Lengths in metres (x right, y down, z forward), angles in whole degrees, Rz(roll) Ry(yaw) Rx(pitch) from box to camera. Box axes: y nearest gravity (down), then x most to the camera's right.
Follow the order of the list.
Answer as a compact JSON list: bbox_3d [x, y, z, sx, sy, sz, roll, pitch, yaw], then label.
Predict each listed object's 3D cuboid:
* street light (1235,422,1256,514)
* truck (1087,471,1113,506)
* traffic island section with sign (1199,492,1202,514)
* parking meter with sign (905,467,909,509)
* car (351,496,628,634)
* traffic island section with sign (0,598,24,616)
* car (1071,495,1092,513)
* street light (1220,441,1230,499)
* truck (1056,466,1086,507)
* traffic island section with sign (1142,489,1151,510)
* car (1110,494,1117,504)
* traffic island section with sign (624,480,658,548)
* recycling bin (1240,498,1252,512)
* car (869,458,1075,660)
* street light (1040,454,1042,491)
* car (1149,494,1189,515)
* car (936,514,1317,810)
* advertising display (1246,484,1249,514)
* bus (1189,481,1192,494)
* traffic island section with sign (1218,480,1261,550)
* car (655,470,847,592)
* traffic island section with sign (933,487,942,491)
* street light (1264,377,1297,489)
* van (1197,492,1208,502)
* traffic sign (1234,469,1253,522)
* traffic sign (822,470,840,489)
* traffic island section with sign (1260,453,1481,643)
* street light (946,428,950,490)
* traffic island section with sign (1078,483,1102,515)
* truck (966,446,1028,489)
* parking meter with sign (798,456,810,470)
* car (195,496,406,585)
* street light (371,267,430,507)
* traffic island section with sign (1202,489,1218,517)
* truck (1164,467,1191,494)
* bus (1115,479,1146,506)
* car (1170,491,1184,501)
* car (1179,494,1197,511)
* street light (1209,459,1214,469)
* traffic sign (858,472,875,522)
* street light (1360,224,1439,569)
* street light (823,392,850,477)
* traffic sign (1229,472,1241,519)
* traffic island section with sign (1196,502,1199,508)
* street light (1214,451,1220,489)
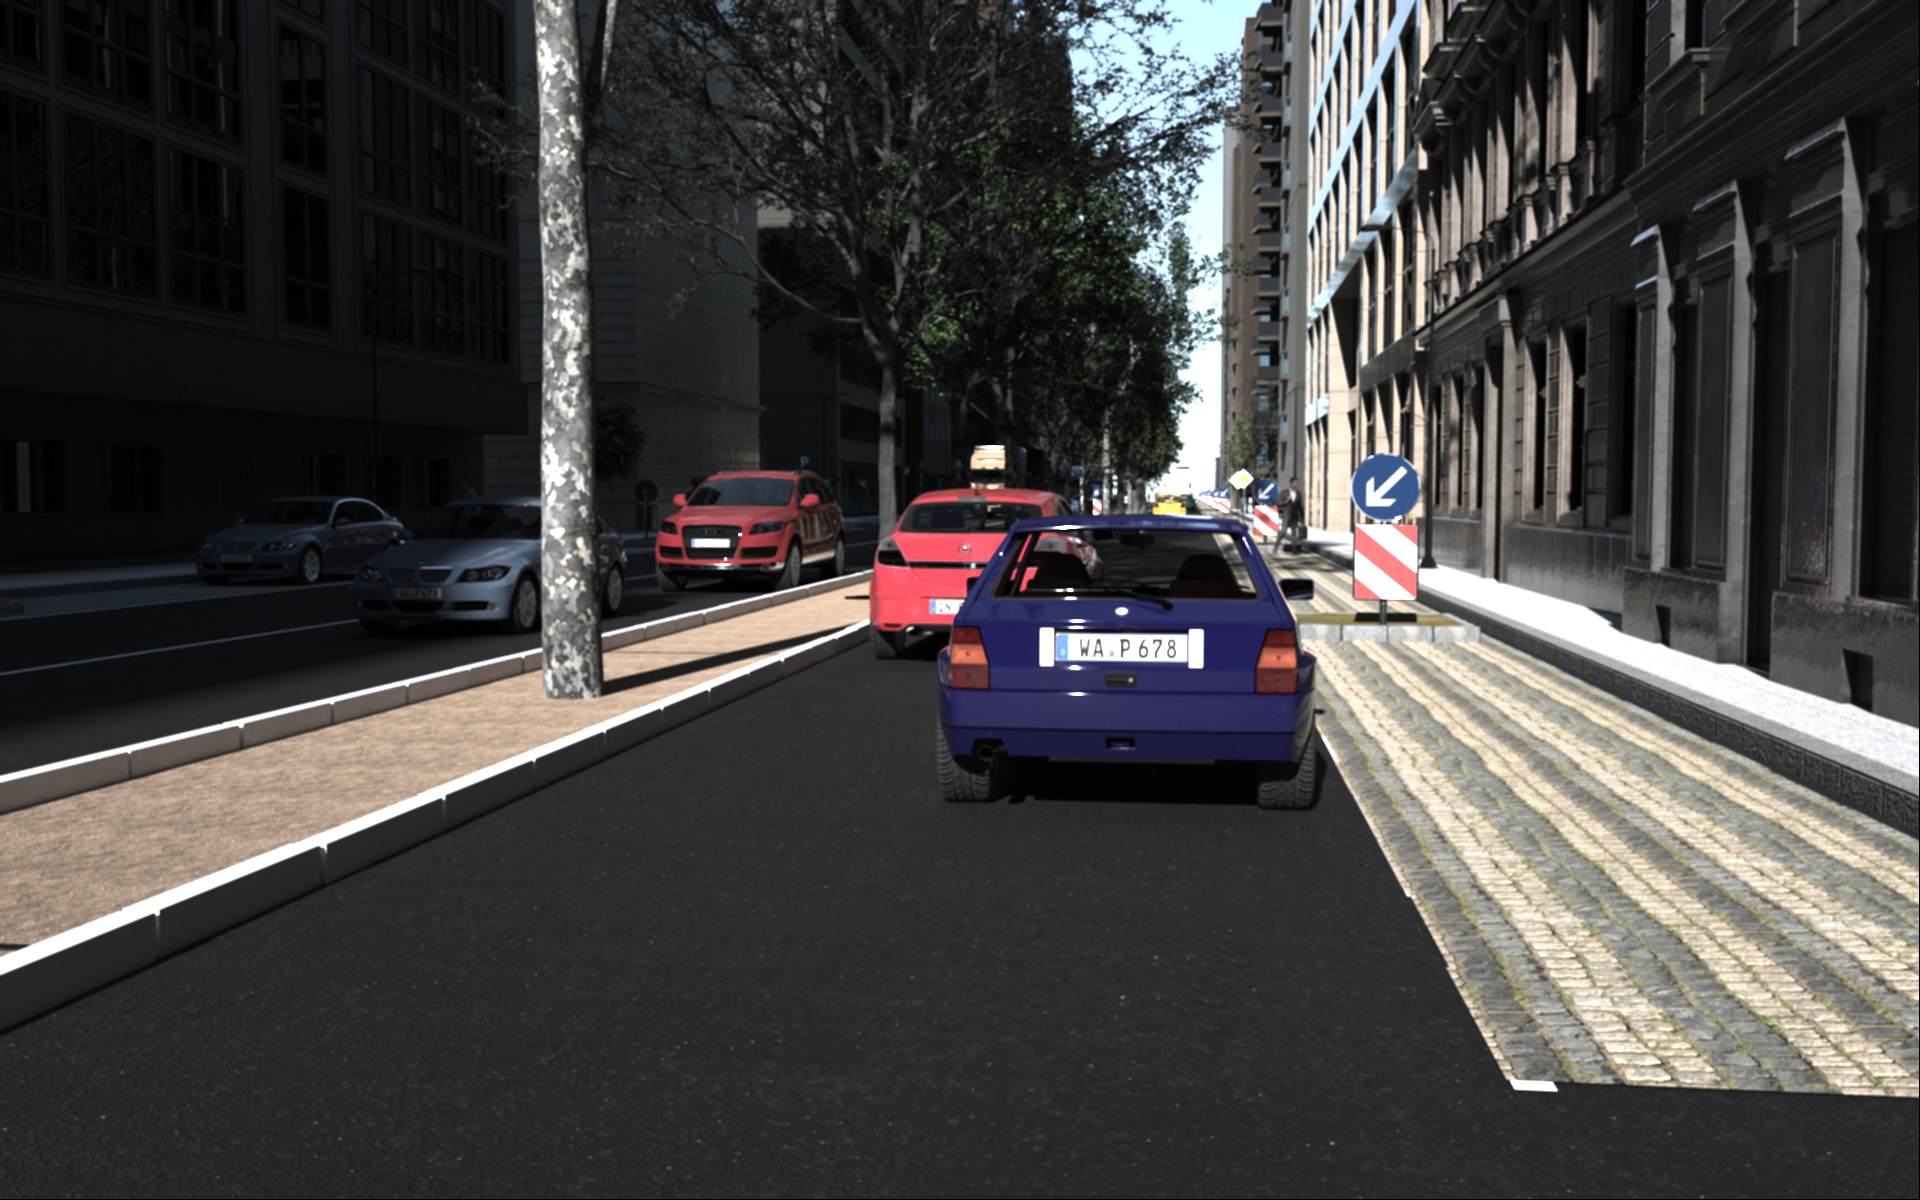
[{"bbox_3d":[18.515,-8.524,111.903,1.470,5.913,1.316,0,4,8],"label":"street light"},{"bbox_3d":[16.866,-13.507,209.749,2.839,4.237,11.283,1,4,9],"label":"truck"},{"bbox_3d":[18.602,-7.189,126.170,1.989,1.847,2.006,0,4,8],"label":"traffic island section with sign"},{"bbox_3d":[-4.154,-7.079,112.007,1.738,3.016,0.543,2,4,30],"label":"parking meter with sign"},{"bbox_3d":[-5.088,-0.447,19.316,2.014,1.417,4.499,0,4,7],"label":"car"},{"bbox_3d":[-12.187,-0.709,20.216,1.989,1.847,2.006,0,4,8],"label":"traffic island section with sign"},{"bbox_3d":[9.506,-7.386,132.766,2.014,1.417,4.499,1,4,8],"label":"car"},{"bbox_3d":[23.703,-10.934,151.305,1.470,5.913,1.316,0,4,8],"label":"street light"},{"bbox_3d":[11.369,-11.183,172.599,2.967,4.110,18.799,0,4,6],"label":"truck"},{"bbox_3d":[15.978,-8.805,152.095,2.006,1.907,1.989,0,4,8],"label":"traffic island section with sign"},{"bbox_3d":[22.452,-14.856,254.890,2.014,1.417,4.499,0,4,7],"label":"car"},{"bbox_3d":[-8.629,-2.343,46.936,1.989,1.847,2.006,0,4,8],"label":"traffic island section with sign"},{"bbox_3d":[20.184,-6.698,122.061,0.722,1.027,0.722,0,4,-1],"label":"recycling bin"},{"bbox_3d":[0.353,-0.447,16.346,2.155,1.783,4.494,1,4,8],"label":"car"},{"bbox_3d":[9.598,-13.588,194.711,1.470,5.913,1.316,0,4,8],"label":"street light"},{"bbox_3d":[10.747,-4.817,88.979,2.015,1.641,3.980,0,4,6],"label":"car"},{"bbox_3d":[0.938,0.202,9.284,1.945,1.354,3.894,0,4,8],"label":"car"},{"bbox_3d":[18.789,-6.612,113.327,0.123,1.923,0.974,0,4,5],"label":"advertising display"},{"bbox_3d":[34.547,-17.010,269.660,2.896,3.916,12.252,1,4,9],"label":"bus"},{"bbox_3d":[7.695,-2.186,44.376,1.989,1.847,2.006,0,4,8],"label":"traffic island section with sign"},{"bbox_3d":[-3.150,-1.118,26.954,2.281,1.827,5.304,0,4,8],"label":"car"},{"bbox_3d":[-1.297,-5.704,101.881,1.989,1.847,2.006,0,4,8],"label":"traffic island section with sign"},{"bbox_3d":[12.781,-5.892,68.878,1.470,5.913,1.316,0,4,8],"label":"street light"},{"bbox_3d":[40.942,-17.434,292.048,2.013,2.044,4.112,0,4,7],"label":"van"},{"bbox_3d":[11.306,-4.005,69.123,0.795,2.450,0.064,0,4,8],"label":"traffic sign"},{"bbox_3d":[-5.338,-4.141,71.355,0.795,2.450,0.064,0,4,8],"label":"traffic sign"},{"bbox_3d":[4.135,-0.551,17.639,1.989,1.847,2.006,0,4,8],"label":"traffic island section with sign"},{"bbox_3d":[-0.377,-8.934,118.611,1.470,5.913,1.316,0,4,8],"label":"street light"},{"bbox_3d":[6.055,-4.249,77.612,2.006,1.907,1.989,0,4,8],"label":"traffic island section with sign"},{"bbox_3d":[2.305,-6.974,102.930,2.839,4.237,11.283,0,4,7],"label":"truck"},{"bbox_3d":[-7.459,-5.116,79.909,0.543,3.016,1.738,-2,4,-25],"label":"parking meter with sign"},{"bbox_3d":[-10.819,-1.024,28.741,2.014,1.417,4.499,0,4,8],"label":"car"},{"bbox_3d":[-11.543,-3.863,35.709,1.470,5.913,1.316,0,4,8],"label":"street light"},{"bbox_3d":[15.043,-5.555,99.450,1.989,1.847,2.006,0,4,8],"label":"traffic island section with sign"},{"bbox_3d":[23.081,-11.923,183.855,2.839,4.237,11.283,0,4,7],"label":"truck"},{"bbox_3d":[20.479,-12.958,206.730,2.948,3.499,13.247,1,4,10],"label":"bus"},{"bbox_3d":[15.841,-7.337,130.183,2.015,1.641,3.980,0,4,8],"label":"car"},{"bbox_3d":[18.833,-8.169,145.353,2.131,1.459,4.920,0,4,8],"label":"car"},{"bbox_3d":[33.818,-15.575,227.193,1.470,5.913,1.316,0,4,8],"label":"street light"},{"bbox_3d":[-4.283,-4.626,79.271,0.795,2.450,0.064,0,4,8],"label":"traffic sign"},{"bbox_3d":[7.568,-3.506,29.872,1.470,5.913,1.316,0,4,8],"label":"street light"},{"bbox_3d":[-5.696,-6.531,79.326,1.470,5.913,1.316,0,4,8],"label":"street light"},{"bbox_3d":[12.362,-4.489,77.039,0.795,2.450,0.064,0,4,8],"label":"traffic sign"},{"bbox_3d":[25.288,-10.258,176.338,1.989,1.847,2.006,0,4,8],"label":"traffic island section with sign"},{"bbox_3d":[28.705,-13.199,188.338,1.470,5.913,1.316,0,4,8],"label":"street light"}]
